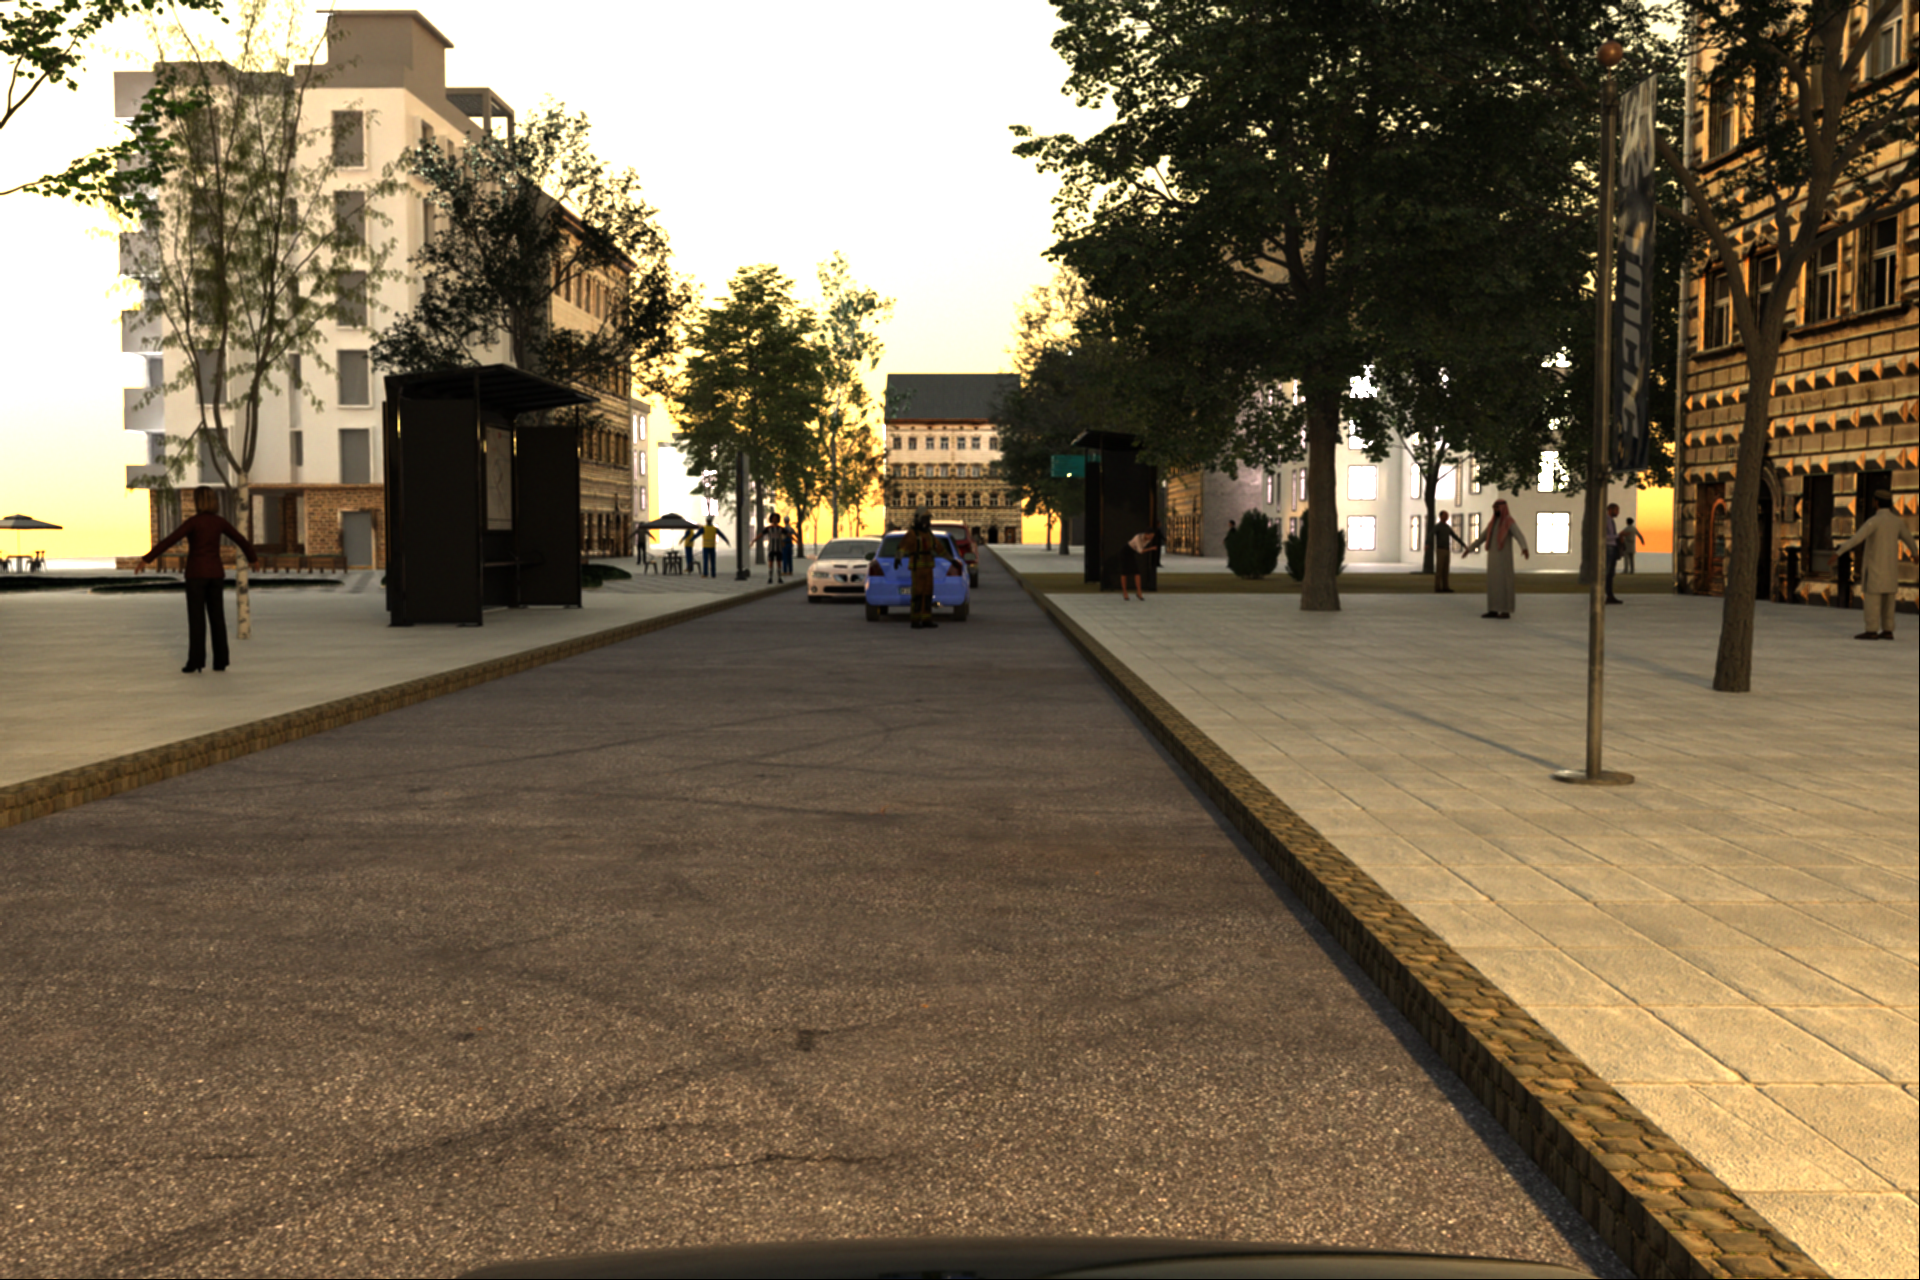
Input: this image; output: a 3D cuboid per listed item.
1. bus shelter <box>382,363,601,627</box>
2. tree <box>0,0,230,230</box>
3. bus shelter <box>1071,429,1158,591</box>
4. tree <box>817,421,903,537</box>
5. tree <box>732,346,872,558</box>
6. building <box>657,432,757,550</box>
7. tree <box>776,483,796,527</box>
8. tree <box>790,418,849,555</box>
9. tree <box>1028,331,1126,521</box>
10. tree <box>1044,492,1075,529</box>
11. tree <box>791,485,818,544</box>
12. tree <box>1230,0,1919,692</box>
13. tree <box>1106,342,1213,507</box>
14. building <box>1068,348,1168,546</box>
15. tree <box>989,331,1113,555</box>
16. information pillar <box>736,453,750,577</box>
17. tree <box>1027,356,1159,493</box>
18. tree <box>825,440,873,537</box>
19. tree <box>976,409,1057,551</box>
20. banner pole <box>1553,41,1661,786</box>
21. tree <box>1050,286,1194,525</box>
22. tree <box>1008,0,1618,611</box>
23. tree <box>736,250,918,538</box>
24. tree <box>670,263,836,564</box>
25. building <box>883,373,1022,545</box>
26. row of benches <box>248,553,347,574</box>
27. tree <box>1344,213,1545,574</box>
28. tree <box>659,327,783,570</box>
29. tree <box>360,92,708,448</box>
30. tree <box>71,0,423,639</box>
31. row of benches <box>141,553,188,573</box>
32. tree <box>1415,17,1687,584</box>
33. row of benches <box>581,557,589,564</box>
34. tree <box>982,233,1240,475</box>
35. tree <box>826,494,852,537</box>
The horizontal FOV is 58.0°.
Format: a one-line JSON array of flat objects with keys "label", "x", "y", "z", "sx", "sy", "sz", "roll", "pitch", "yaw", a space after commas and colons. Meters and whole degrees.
[{"label": "bus shelter", "x": -7.117, "y": -2.185, "z": 27.012, "sx": 1.731, "sy": 3.624, "sz": 6.357, "roll": 0, "pitch": 4, "yaw": 1}, {"label": "tree", "x": -9.109, "y": -5.390, "z": 13.890, "sx": 9.928, "sy": 11.665, "sz": 9.643, "roll": 0, "pitch": 3, "yaw": 0}, {"label": "bus shelter", "x": 3.697, "y": -3.094, "z": 41.876, "sx": 1.731, "sy": 3.624, "sz": 6.357, "roll": 0, "pitch": 4, "yaw": 1}, {"label": "tree", "x": -8.128, "y": -12.675, "z": 141.649, "sx": 7.601, "sy": 10.594, "sz": 8.767, "roll": -1, "pitch": 4, "yaw": -12}, {"label": "tree", "x": -8.474, "y": -10.197, "z": 92.474, "sx": 9.928, "sy": 11.665, "sz": 9.643, "roll": 0, "pitch": 3, "yaw": 0}, {"label": "building", "x": -22.775, "y": -13.111, "z": 156.519, "sx": 9.099, "sy": 9.664, "sz": 28.070, "roll": 0, "pitch": 4, "yaw": 1}, {"label": "tree", "x": -22.604, "y": -17.084, "z": 229.679, "sx": 4.360, "sy": 8.622, "sz": 3.978, "roll": 0, "pitch": 3, "yaw": 0}, {"label": "tree", "x": -8.707, "y": -9.415, "z": 104.295, "sx": 4.737, "sy": 8.622, "sz": 4.395, "roll": 0, "pitch": 3, "yaw": 0}, {"label": "tree", "x": 7.482, "y": -10.852, "z": 95.556, "sx": 7.486, "sy": 12.596, "sz": 7.792, "roll": 0, "pitch": 3, "yaw": 0}, {"label": "tree", "x": 7.231, "y": -10.300, "z": 118.761, "sx": 4.737, "sy": 8.622, "sz": 4.395, "roll": 0, "pitch": 3, "yaw": 0}, {"label": "tree", "x": -20.853, "y": -17.415, "z": 235.102, "sx": 4.737, "sy": 8.622, "sz": 4.395, "roll": 0, "pitch": 3, "yaw": 0}, {"label": "tree", "x": 6.191, "y": -4.839, "z": 13.526, "sx": 8.767, "sy": 10.594, "sz": 7.601, "roll": 1, "pitch": 4, "yaw": 17}, {"label": "tree", "x": 6.785, "y": -6.673, "z": 59.467, "sx": 4.737, "sy": 8.622, "sz": 4.395, "roll": 0, "pitch": 3, "yaw": 0}, {"label": "building", "x": 26.231, "y": -22.091, "z": 205.156, "sx": 27.936, "sy": 21.610, "sz": 32.646, "roll": 0, "pitch": 4, "yaw": 0}, {"label": "tree", "x": 6.388, "y": -12.273, "z": 107.322, "sx": 9.857, "sy": 13.997, "sz": 8.962, "roll": 0, "pitch": 3, "yaw": 0}, {"label": "information pillar", "x": -6.414, "y": -3.663, "z": 51.207, "sx": 0.184, "sy": 3.620, "sz": 1.656, "roll": 0, "pitch": 4, "yaw": 1}, {"label": "tree", "x": 6.750, "y": -9.223, "z": 85.215, "sx": 7.601, "sy": 10.594, "sz": 8.767, "roll": -2, "pitch": 4, "yaw": -32}, {"label": "tree", "x": -8.510, "y": -11.227, "z": 133.921, "sx": 4.737, "sy": 8.622, "sz": 4.395, "roll": 0, "pitch": 3, "yaw": 0}, {"label": "tree", "x": 6.826, "y": -13.520, "z": 131.428, "sx": 12.009, "sy": 13.543, "sz": 11.850, "roll": 0, "pitch": 3, "yaw": 0}, {"label": "banner pole", "x": 3.299, "y": -1.141, "z": 8.677, "sx": 0.401, "sy": 3.779, "sz": 0.863, "roll": 0, "pitch": 4, "yaw": 0}, {"label": "tree", "x": 4.378, "y": -5.956, "z": 47.736, "sx": 4.360, "sy": 8.622, "sz": 3.978, "roll": 0, "pitch": 3, "yaw": 0}, {"label": "tree", "x": 5.967, "y": -7.471, "z": 28.807, "sx": 9.857, "sy": 13.997, "sz": 8.962, "roll": 0, "pitch": 3, "yaw": 0}, {"label": "tree", "x": -9.293, "y": -16.052, "z": 118.334, "sx": 12.611, "sy": 20.169, "sz": 13.585, "roll": 0, "pitch": 3, "yaw": 0}, {"label": "tree", "x": -8.744, "y": -9.474, "z": 73.028, "sx": 7.486, "sy": 12.596, "sz": 7.792, "roll": 0, "pitch": 3, "yaw": 0}, {"label": "building", "x": -0.830, "y": -24.565, "z": 235.030, "sx": 18.063, "sy": 23.208, "sz": 19.493, "roll": 0, "pitch": 4, "yaw": 1}, {"label": "row of benches", "x": -21.897, "y": -2.542, "z": 57.017, "sx": 4.104, "sy": 0.672, "sz": 1.422, "roll": 1, "pitch": 4, "yaw": 22}, {"label": "tree", "x": 15.186, "y": -7.933, "z": 55.466, "sx": 9.928, "sy": 11.665, "sz": 9.643, "roll": 0, "pitch": 3, "yaw": 0}, {"label": "tree", "x": -9.092, "y": -6.803, "z": 61.590, "sx": 4.360, "sy": 8.622, "sz": 3.978, "roll": 0, "pitch": 3, "yaw": 0}, {"label": "tree", "x": -8.650, "y": -6.204, "z": 35.854, "sx": 8.767, "sy": 10.594, "sz": 7.601, "roll": 2, "pitch": 4, "yaw": 32}, {"label": "tree", "x": -8.799, "y": -4.305, "z": 20.748, "sx": 4.360, "sy": 8.622, "sz": 3.978, "roll": 0, "pitch": 3, "yaw": 0}, {"label": "row of benches", "x": -25.790, "y": -2.552, "z": 57.184, "sx": 4.104, "sy": 0.672, "sz": 1.422, "roll": 3, "pitch": 4, "yaw": 38}, {"label": "tree", "x": 16.294, "y": -8.407, "z": 44.105, "sx": 9.857, "sy": 13.997, "sz": 8.962, "roll": 0, "pitch": 3, "yaw": 0}, {"label": "row of benches", "x": -12.376, "y": -2.229, "z": 51.904, "sx": 1.422, "sy": 0.672, "sz": 4.104, "roll": 1, "pitch": 4, "yaw": 19}, {"label": "tree", "x": 6.119, "y": -9.762, "z": 69.983, "sx": 12.009, "sy": 13.543, "sz": 11.850, "roll": 0, "pitch": 3, "yaw": 0}, {"label": "tree", "x": -15.819, "y": -17.071, "z": 229.477, "sx": 4.737, "sy": 8.622, "sz": 4.395, "roll": 0, "pitch": 3, "yaw": 0}]
